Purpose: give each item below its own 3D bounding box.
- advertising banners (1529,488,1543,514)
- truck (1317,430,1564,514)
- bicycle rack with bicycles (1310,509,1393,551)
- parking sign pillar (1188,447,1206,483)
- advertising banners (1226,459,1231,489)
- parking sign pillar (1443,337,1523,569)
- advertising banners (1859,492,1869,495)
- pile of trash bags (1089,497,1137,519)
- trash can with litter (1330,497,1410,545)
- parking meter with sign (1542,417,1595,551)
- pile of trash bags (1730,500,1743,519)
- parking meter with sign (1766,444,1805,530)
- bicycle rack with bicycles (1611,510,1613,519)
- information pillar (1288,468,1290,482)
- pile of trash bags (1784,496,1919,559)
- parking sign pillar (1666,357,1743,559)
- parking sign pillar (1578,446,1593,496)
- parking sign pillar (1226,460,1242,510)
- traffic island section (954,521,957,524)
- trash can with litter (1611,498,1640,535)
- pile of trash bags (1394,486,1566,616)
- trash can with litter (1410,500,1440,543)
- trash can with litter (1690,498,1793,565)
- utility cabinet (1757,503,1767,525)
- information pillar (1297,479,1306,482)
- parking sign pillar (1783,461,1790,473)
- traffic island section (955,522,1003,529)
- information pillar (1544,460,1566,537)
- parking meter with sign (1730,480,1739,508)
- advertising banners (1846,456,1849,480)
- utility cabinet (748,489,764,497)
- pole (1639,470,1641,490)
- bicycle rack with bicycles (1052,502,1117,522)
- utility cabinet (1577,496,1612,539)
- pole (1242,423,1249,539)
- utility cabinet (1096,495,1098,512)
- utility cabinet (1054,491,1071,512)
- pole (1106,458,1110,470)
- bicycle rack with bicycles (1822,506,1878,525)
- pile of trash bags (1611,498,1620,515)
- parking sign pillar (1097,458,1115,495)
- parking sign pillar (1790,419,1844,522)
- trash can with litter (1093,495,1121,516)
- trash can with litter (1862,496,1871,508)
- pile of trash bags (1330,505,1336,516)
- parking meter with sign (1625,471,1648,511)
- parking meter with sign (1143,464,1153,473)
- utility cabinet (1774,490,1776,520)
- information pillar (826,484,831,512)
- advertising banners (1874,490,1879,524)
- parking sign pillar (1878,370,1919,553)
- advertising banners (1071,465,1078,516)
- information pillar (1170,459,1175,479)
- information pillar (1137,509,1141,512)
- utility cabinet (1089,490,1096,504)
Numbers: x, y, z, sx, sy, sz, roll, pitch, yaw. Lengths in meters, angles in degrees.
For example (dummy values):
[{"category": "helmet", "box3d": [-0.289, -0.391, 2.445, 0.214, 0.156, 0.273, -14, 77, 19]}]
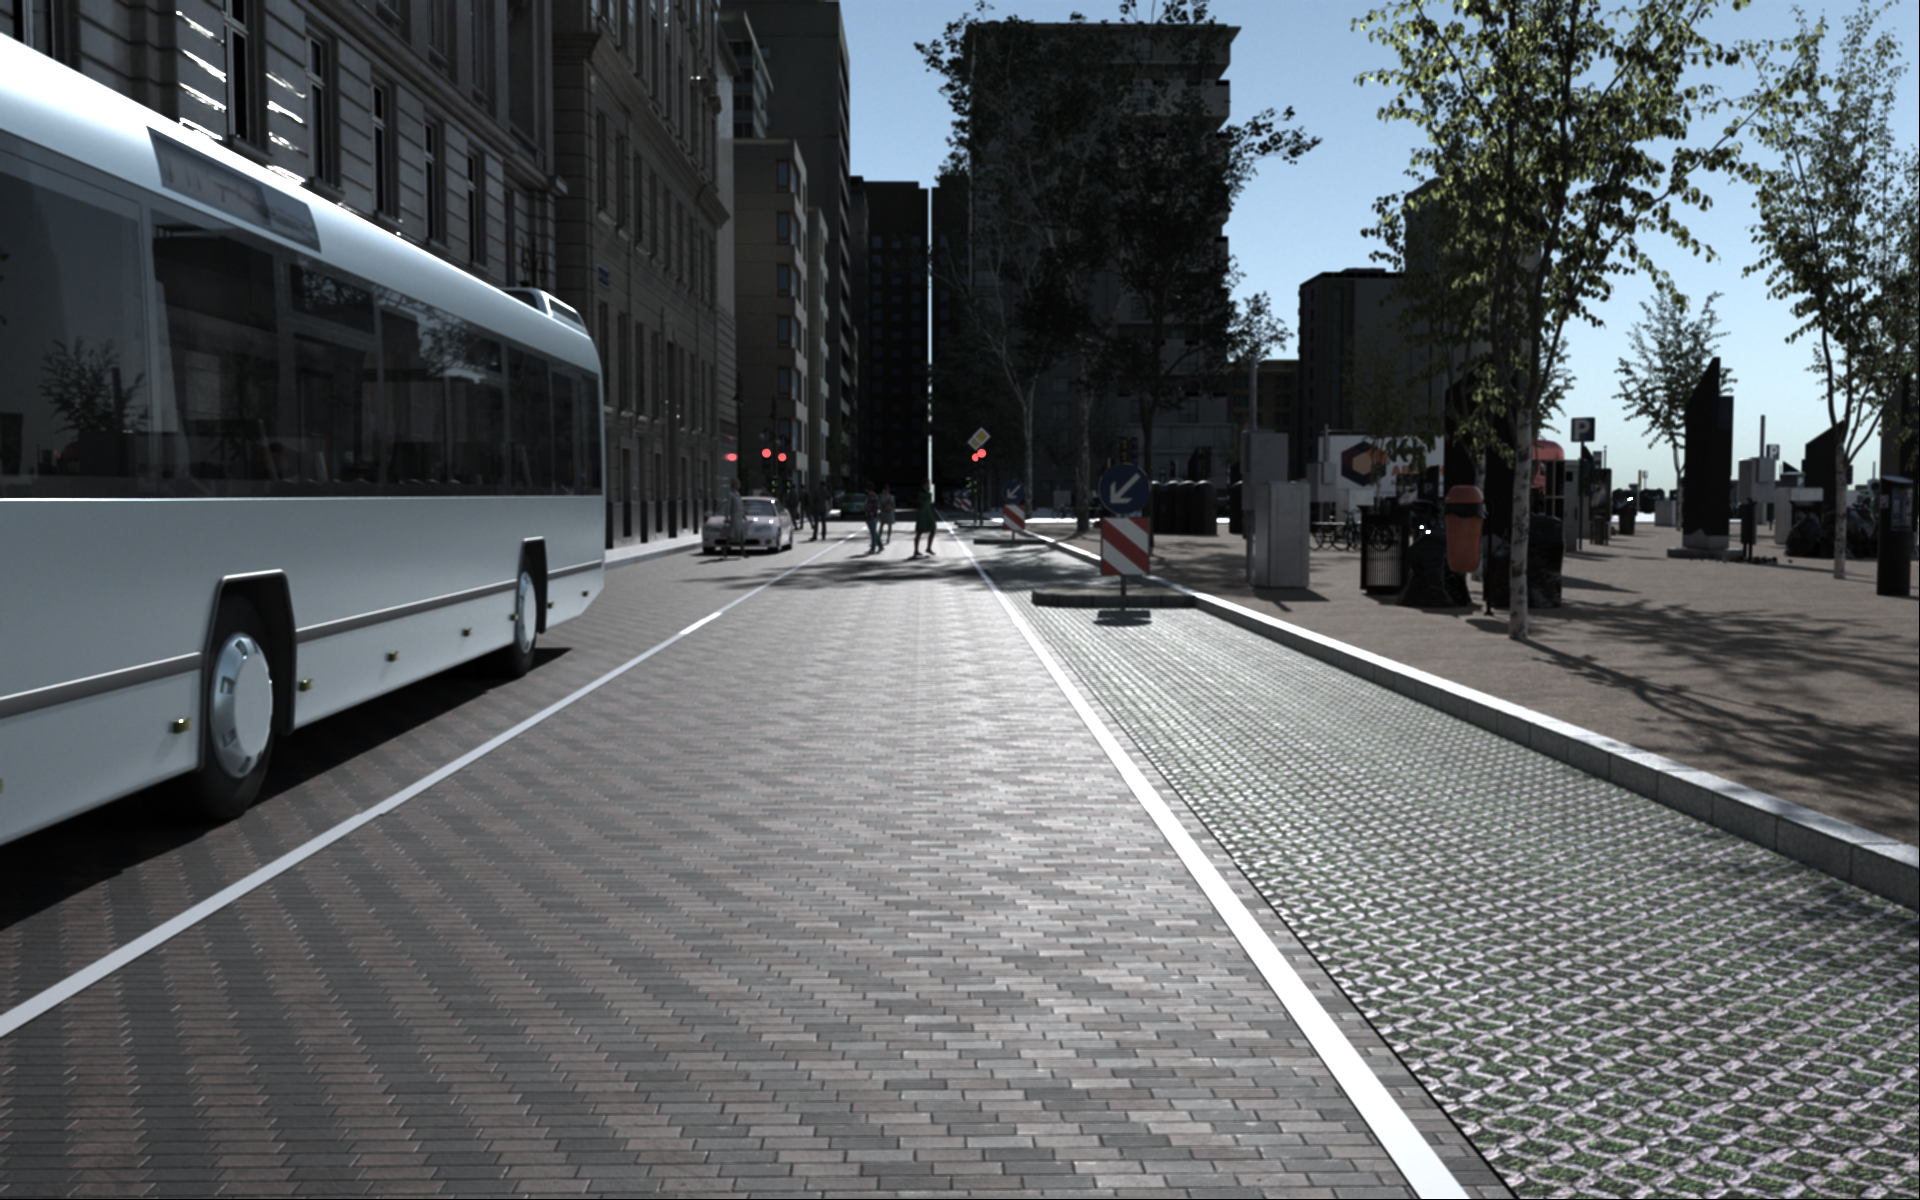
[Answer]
[{"category": "advertising banners", "box3d": [36.909, -7.142, 112.962, 2.074, 3.025, 0.090, 0, 4, -7]}, {"category": "truck", "box3d": [21.830, -5.415, 77.453, 11.283, 4.237, 2.839, 0, 4, 1]}, {"category": "bicycle rack with bicycles", "box3d": [9.018, -1.618, 39.841, 2.852, 0.926, 2.925, -2, 4, -28]}, {"category": "parking sign pillar", "box3d": [13.497, -6.781, 99.335, 1.447, 3.967, 1.447, -1, 4, -16]}, {"category": "advertising banners", "box3d": [13.576, -5.462, 85.498, 0.090, 3.025, 2.074, -1, 4, -16]}, {"category": "parking sign pillar", "box3d": [9.140, -2.553, 30.218, 1.447, 3.967, 1.447, 3, 5, 40]}, {"category": "advertising banners", "box3d": [49.778, -5.971, 93.812, 2.074, 3.025, 0.090, 1, 4, 18]}, {"category": "pile of trash bags", "box3d": [7.730, -4.904, 89.927, 3.447, 1.369, 1.912, 1, 4, 12]}, {"category": "trash can with litter", "box3d": [10.664, -2.037, 44.369, 1.678, 1.210, 2.233, 2, 4, 29]}, {"category": "parking meter with sign", "box3d": [13.569, -2.619, 39.082, 1.738, 3.016, 0.543, -3, 4, -39]}, {"category": "pile of trash bags", "box3d": [40.475, -4.831, 88.734, 1.912, 1.369, 3.447, -2, 4, -33]}, {"category": "parking meter with sign", "box3d": [28.925, -3.911, 60.208, 0.543, 3.016, 1.738, -2, 4, -25]}, {"category": "bicycle rack with bicycles", "box3d": [30.111, -4.280, 83.364, 2.852, 0.926, 2.925, -3, 5, -40]}, {"category": "information pillar", "box3d": [26.994, -9.244, 142.501, 0.183, 3.616, 0.504, -1, 4, -22]}, {"category": "pile of trash bags", "box3d": [18.702, -1.546, 35.032, 3.447, 1.369, 1.912, 0, 4, 1]}, {"category": "parking sign pillar", "box3d": [15.013, -2.833, 34.785, 1.447, 3.967, 1.447, 0, 4, 1]}, {"category": "parking sign pillar", "box3d": [34.919, -6.607, 96.489, 1.447, 3.967, 1.447, 0, 4, -6]}, {"category": "parking sign pillar", "box3d": [20.047, -8.396, 125.743, 1.447, 3.967, 1.447, 1, 4, 22]}, {"category": "traffic island section", "box3d": [0.753, -3.568, 80.620, 2.009, 0.180, 2.903, 0, 4, -1]}, {"category": "trash can with litter", "box3d": [20.627, -2.612, 54.095, 1.055, 1.170, 0.624, 0, 4, -5]}, {"category": "pile of trash bags", "box3d": [5.889, -0.611, 19.742, 1.912, 1.369, 3.447, 1, 4, 21]}, {"category": "trash can with litter", "box3d": [9.108, -1.359, 33.602, 0.624, 1.170, 1.055, 3, 5, 43]}, {"category": "trash can with litter", "box3d": [14.717, -1.306, 32.415, 1.678, 1.210, 2.233, 1, 4, 14]}, {"category": "utility cabinet", "box3d": [33.459, -3.776, 72.905, 0.306, 1.237, 1.020, -2, 4, -23]}, {"category": "information pillar", "box3d": [16.759, -4.925, 85.021, 0.304, 2.012, 0.304, -2, 4, -34]}, {"category": "parking sign pillar", "box3d": [67.573, -9.322, 140.893, 1.447, 3.967, 1.447, 3, 4, 39]}, {"category": "traffic island section", "box3d": [0.919, -3.080, 72.637, 2.009, 0.180, 2.903, 0, 4, -1]}, {"category": "information pillar", "box3d": [12.722, -1.991, 37.047, 0.304, 2.012, 0.304, -1, 4, -19]}, {"category": "parking meter with sign", "box3d": [42.200, -6.021, 94.704, 1.738, 3.016, 0.543, 2, 4, 33]}, {"category": "advertising banners", "box3d": [41.031, -5.224, 81.606, 0.090, 3.025, 2.074, -1, 4, -16]}, {"category": "utility cabinet", "box3d": [-9.477, -4.388, 80.424, 0.318, 1.500, 1.173, 1, 4, 19]}, {"category": "pole", "box3d": [57.748, -9.377, 147.156, 0.158, 3.312, 0.155, 0, 3, 0]}, {"category": "bicycle rack with bicycles", "box3d": [6.140, -4.182, 81.761, 2.925, 0.926, 2.852, 2, 4, 33]}, {"category": "utility cabinet", "box3d": [18.312, -2.384, 50.139, 0.306, 1.237, 1.020, -3, 5, -43]}, {"category": "pole", "box3d": [8.239, -3.428, 49.892, 0.158, 3.312, 0.155, 0, 3, 0]}, {"category": "utility cabinet", "box3d": [9.544, -6.720, 121.033, 1.020, 1.237, 0.306, -2, 4, -35]}, {"category": "utility cabinet", "box3d": [7.109, -6.841, 120.525, 1.173, 1.500, 0.318, 0, 4, 5]}, {"category": "pole", "box3d": [8.407, -6.389, 98.302, 0.158, 3.312, 0.155, 0, 3, 0]}, {"category": "bicycle rack with bicycles", "box3d": [26.953, -2.386, 52.392, 2.925, 0.926, 2.852, -1, 4, -13]}, {"category": "pile of trash bags", "box3d": [38.941, -5.887, 106.008, 3.447, 1.369, 1.912, -2, 4, -33]}, {"category": "parking sign pillar", "box3d": [10.701, -8.476, 127.056, 1.447, 3.967, 1.447, 0, 4, -7]}, {"category": "parking sign pillar", "box3d": [31.164, -4.535, 62.620, 1.447, 3.967, 1.447, 0, 4, 2]}, {"category": "trash can with litter", "box3d": [8.511, -5.601, 102.629, 2.233, 1.210, 1.678, 0, 4, 7]}, {"category": "trash can with litter", "box3d": [69.018, -7.292, 130.282, 1.678, 1.210, 2.233, -1, 4, -21]}, {"category": "pile of trash bags", "box3d": [19.525, -4.892, 89.739, 1.912, 1.369, 3.447, -3, 4, -37]}, {"category": "parking meter with sign", "box3d": [50.904, -8.224, 130.729, 0.543, 3.016, 1.738, -3, 5, -41]}, {"category": "parking meter with sign", "box3d": [10.797, -6.341, 99.934, 0.543, 3.016, 1.738, 0, 4, 2]}, {"category": "utility cabinet", "box3d": [40.515, -4.731, 86.038, 1.173, 1.500, 0.318, 2, 4, 30]}, {"category": "information pillar", "box3d": [-9.432, -7.311, 124.023, 0.304, 2.012, 0.304, -1, 4, -17]}, {"category": "advertising banners", "box3d": [32.538, -3.964, 61.003, 0.090, 3.025, 2.074, 1, 4, 13]}, {"category": "parking sign pillar", "box3d": [20.872, -3.058, 38.464, 1.447, 3.967, 1.447, 1, 4, 11]}, {"category": "advertising banners", "box3d": [6.762, -6.408, 100.966, 0.090, 3.025, 2.074, 1, 4, 12]}, {"category": "information pillar", "box3d": [14.227, -7.592, 115.481, 0.504, 3.616, 0.183, 1, 4, 13]}, {"category": "information pillar", "box3d": [12.763, -7.288, 123.658, 0.304, 2.012, 0.304, 1, 4, 17]}, {"category": "utility cabinet", "box3d": [7.831, -6.010, 106.947, 1.173, 1.500, 0.318, 3, 4, 39]}]
